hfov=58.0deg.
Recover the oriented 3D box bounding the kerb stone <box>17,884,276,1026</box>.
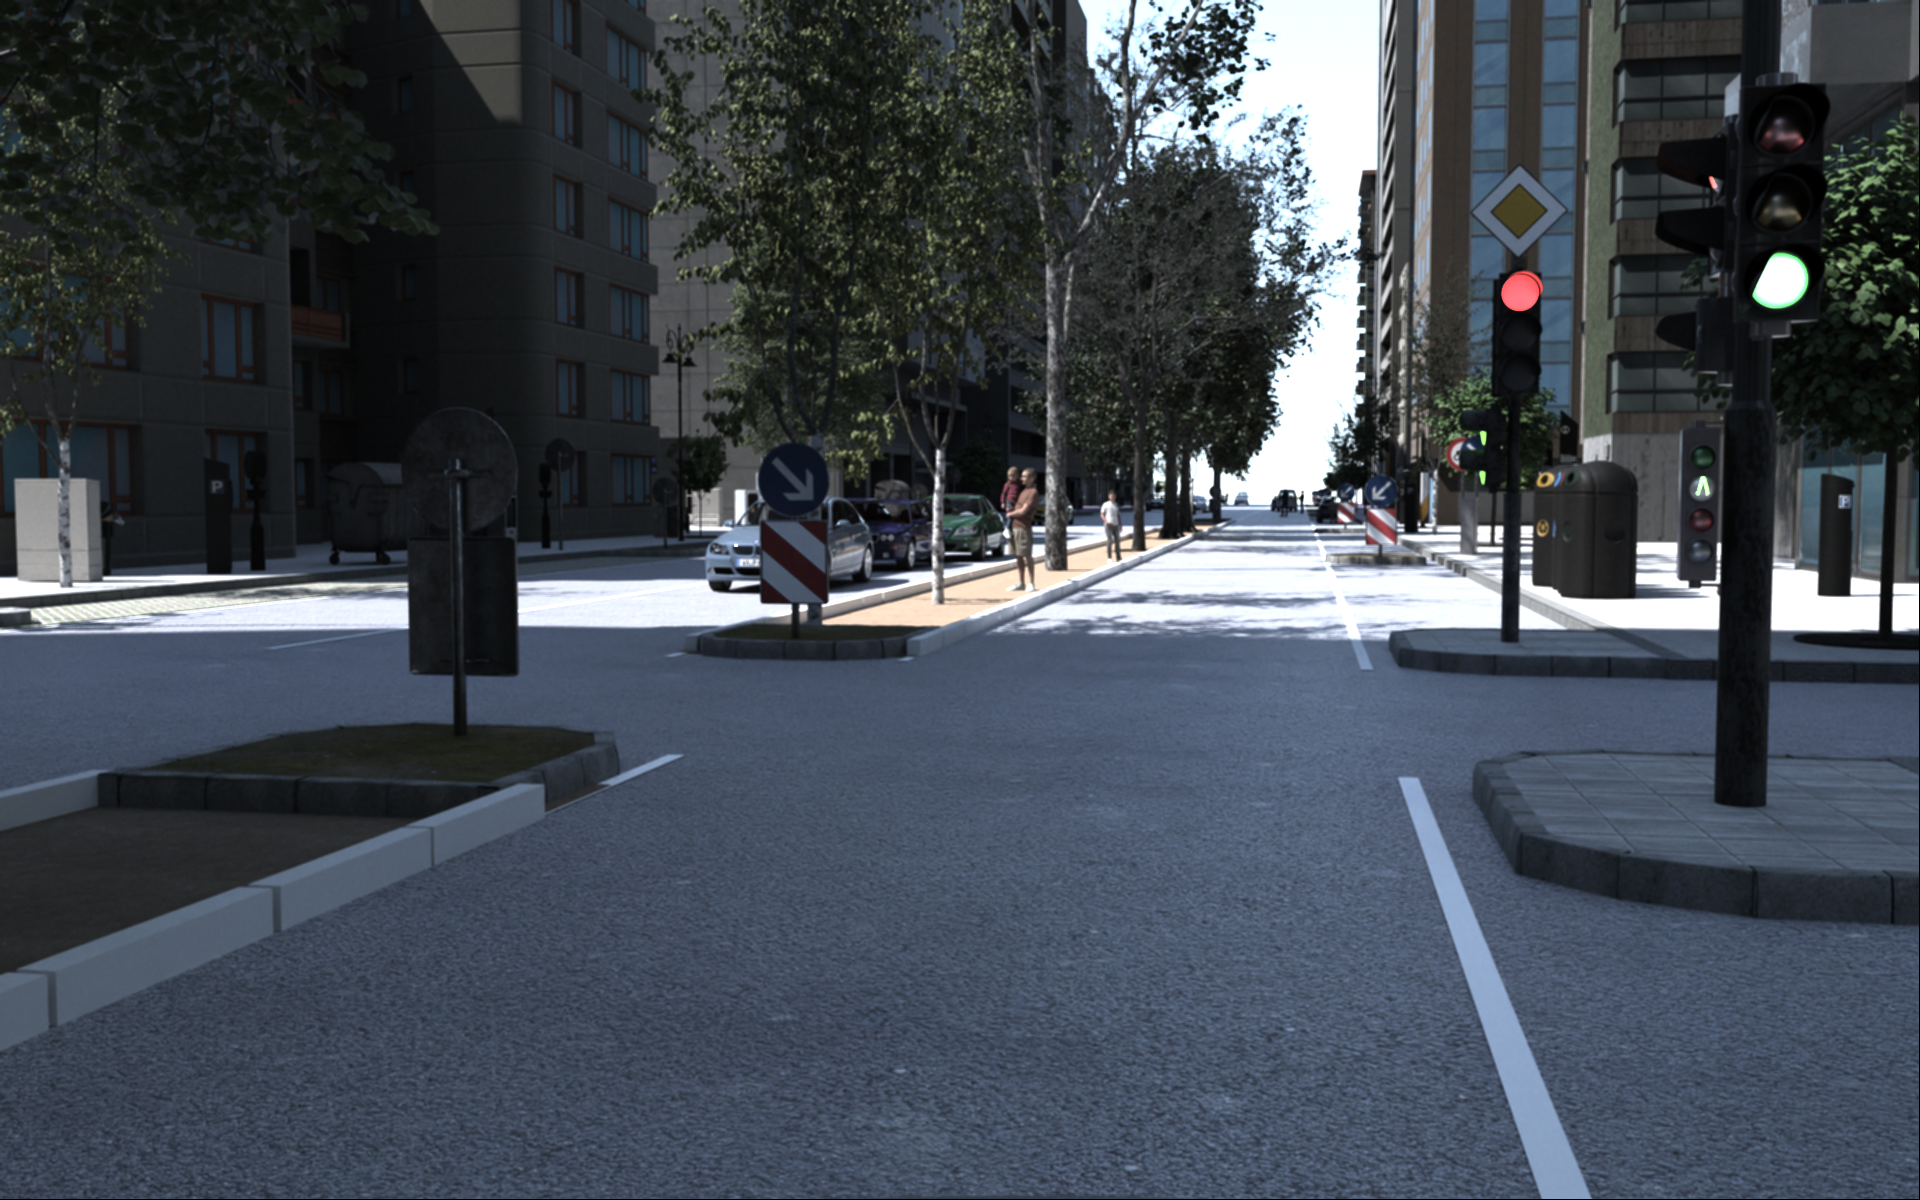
[{"bbox_3d":[-2.391,1.042,5.158,0.120,0.150,1.000,1,4,11],"label":"kerb stone"}]

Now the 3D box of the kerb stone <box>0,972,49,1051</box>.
[{"bbox_3d":[-2.590,1.104,4.146,0.120,0.150,1.000,1,4,11],"label":"kerb stone"}]

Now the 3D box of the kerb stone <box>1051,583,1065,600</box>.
[{"bbox_3d":[1.273,-0.096,23.762,0.120,0.150,1.000,1,4,11],"label":"kerb stone"}]

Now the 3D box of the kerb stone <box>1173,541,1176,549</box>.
[{"bbox_3d":[5.434,-1.389,44.898,0.120,0.150,1.000,1,4,11],"label":"kerb stone"}]

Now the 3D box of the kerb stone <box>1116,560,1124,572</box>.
[{"bbox_3d":[2.856,-0.588,31.811,0.120,0.150,1.000,1,4,11],"label":"kerb stone"}]

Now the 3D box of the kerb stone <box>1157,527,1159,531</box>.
[{"bbox_3d":[7.341,-2.645,65.448,0.120,0.150,1.000,1,4,11],"label":"kerb stone"}]

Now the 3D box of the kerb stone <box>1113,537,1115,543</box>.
[{"bbox_3d":[4.373,-1.723,50.369,0.120,0.150,1.000,1,4,11],"label":"kerb stone"}]

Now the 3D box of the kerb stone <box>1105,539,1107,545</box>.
[{"bbox_3d":[3.977,-1.601,48.364,0.120,0.150,1.000,1,4,11],"label":"kerb stone"}]

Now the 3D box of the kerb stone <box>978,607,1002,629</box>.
[{"bbox_3d":[0.278,0.212,18.733,0.120,0.150,1.000,1,4,11],"label":"kerb stone"}]

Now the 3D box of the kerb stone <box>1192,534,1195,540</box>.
[{"bbox_3d":[7.015,-1.881,52.952,0.120,0.150,1.000,1,4,11],"label":"kerb stone"}]

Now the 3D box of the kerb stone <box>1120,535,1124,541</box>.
[{"bbox_3d":[4.770,-1.846,52.375,0.120,0.150,1.000,1,4,11],"label":"kerb stone"}]

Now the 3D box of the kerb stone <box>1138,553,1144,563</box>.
[{"bbox_3d":[3.648,-0.832,35.832,0.120,0.150,1.000,1,4,11],"label":"kerb stone"}]

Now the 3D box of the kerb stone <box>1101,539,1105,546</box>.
[{"bbox_3d":[3.785,-1.535,47.360,0.120,0.150,1.000,1,4,11],"label":"kerb stone"}]

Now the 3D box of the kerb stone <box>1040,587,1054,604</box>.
[{"bbox_3d":[1.073,-0.034,22.752,0.120,0.150,1.000,1,4,11],"label":"kerb stone"}]

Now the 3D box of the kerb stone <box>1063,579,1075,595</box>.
[{"bbox_3d":[1.481,-0.157,24.769,0.120,0.150,1.000,1,4,11],"label":"kerb stone"}]

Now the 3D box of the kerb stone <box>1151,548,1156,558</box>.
[{"bbox_3d":[4.245,-1.019,38.852,0.120,0.150,1.000,1,4,11],"label":"kerb stone"}]

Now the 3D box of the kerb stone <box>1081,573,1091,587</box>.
[{"bbox_3d":[1.869,-0.275,26.786,0.120,0.150,1.000,1,4,11],"label":"kerb stone"}]

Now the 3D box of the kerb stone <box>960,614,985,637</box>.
[{"bbox_3d":[0.084,0.276,17.730,0.120,0.150,1.000,1,4,11],"label":"kerb stone"}]

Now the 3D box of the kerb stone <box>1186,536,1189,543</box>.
[{"bbox_3d":[6.424,-1.697,49.937,0.120,0.150,1.000,1,4,11],"label":"kerb stone"}]

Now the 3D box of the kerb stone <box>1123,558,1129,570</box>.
[{"bbox_3d":[3.055,-0.647,32.818,0.120,0.150,1.000,1,4,11],"label":"kerb stone"}]

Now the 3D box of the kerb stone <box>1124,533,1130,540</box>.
[{"bbox_3d":[5.166,-1.969,54.395,0.120,0.150,1.000,1,4,11],"label":"kerb stone"}]

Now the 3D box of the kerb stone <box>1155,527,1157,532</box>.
[{"bbox_3d":[7.147,-2.584,64.444,0.120,0.150,1.000,1,4,11],"label":"kerb stone"}]

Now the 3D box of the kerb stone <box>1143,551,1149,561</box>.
[{"bbox_3d":[3.855,-0.896,36.844,0.120,0.150,1.000,1,4,11],"label":"kerb stone"}]

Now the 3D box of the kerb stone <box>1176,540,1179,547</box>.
[{"bbox_3d":[5.629,-1.450,45.901,0.120,0.150,1.000,1,4,11],"label":"kerb stone"}]

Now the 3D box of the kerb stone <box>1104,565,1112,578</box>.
[{"bbox_3d":[2.457,-0.464,29.798,0.120,0.150,1.000,1,4,11],"label":"kerb stone"}]

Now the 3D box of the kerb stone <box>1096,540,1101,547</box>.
[{"bbox_3d":[3.582,-1.478,46.358,0.120,0.150,1.000,1,4,11],"label":"kerb stone"}]

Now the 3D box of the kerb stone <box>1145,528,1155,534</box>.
[{"bbox_3d":[6.949,-2.523,63.442,0.120,0.150,1.000,1,4,11],"label":"kerb stone"}]

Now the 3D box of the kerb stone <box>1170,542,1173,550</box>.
[{"bbox_3d":[5.232,-1.324,43.894,0.120,0.150,1.000,1,4,11],"label":"kerb stone"}]

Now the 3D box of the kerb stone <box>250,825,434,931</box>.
[{"bbox_3d":[-2.186,0.981,6.172,0.120,0.150,1.000,1,4,11],"label":"kerb stone"}]

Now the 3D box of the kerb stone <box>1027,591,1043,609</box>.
[{"bbox_3d":[0.873,0.027,21.750,0.120,0.150,1.000,1,4,11],"label":"kerb stone"}]

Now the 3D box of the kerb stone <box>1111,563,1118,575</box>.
[{"bbox_3d":[2.655,-0.526,30.801,0.120,0.150,1.000,1,4,11],"label":"kerb stone"}]

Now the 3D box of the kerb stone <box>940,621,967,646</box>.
[{"bbox_3d":[-0.114,0.334,16.727,0.120,0.150,1.000,1,4,11],"label":"kerb stone"}]

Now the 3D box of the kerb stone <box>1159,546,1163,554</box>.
[{"bbox_3d":[4.640,-1.138,40.868,0.120,0.150,1.000,1,4,11],"label":"kerb stone"}]

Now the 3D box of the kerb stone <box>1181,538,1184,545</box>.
[{"bbox_3d":[6.032,-1.574,47.926,0.120,0.150,1.000,1,4,11],"label":"kerb stone"}]

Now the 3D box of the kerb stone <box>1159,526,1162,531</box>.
[{"bbox_3d":[7.538,-2.707,66.451,0.120,0.150,1.000,1,4,11],"label":"kerb stone"}]

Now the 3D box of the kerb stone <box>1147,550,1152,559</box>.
[{"bbox_3d":[4.044,-0.957,37.850,0.120,0.150,1.000,1,4,11],"label":"kerb stone"}]

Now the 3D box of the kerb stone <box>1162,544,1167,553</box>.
[{"bbox_3d":[4.842,-1.204,41.877,0.120,0.150,1.000,1,4,11],"label":"kerb stone"}]

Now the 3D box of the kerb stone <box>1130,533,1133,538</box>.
[{"bbox_3d":[5.368,-2.031,55.398,0.120,0.150,1.000,1,4,11],"label":"kerb stone"}]

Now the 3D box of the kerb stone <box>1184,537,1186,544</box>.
[{"bbox_3d":[6.226,-1.632,48.930,0.120,0.150,1.000,1,4,11],"label":"kerb stone"}]

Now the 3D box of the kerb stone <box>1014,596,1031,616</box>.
[{"bbox_3d":[0.687,0.089,20.745,0.120,0.150,1.000,1,4,11],"label":"kerb stone"}]

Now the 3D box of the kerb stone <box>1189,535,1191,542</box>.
[{"bbox_3d":[6.622,-1.758,50.941,0.120,0.150,1.000,1,4,11],"label":"kerb stone"}]

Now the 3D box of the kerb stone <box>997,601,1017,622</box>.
[{"bbox_3d":[0.482,0.150,19.743,0.120,0.150,1.000,1,4,11],"label":"kerb stone"}]

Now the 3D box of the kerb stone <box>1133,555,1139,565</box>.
[{"bbox_3d":[3.451,-0.773,34.829,0.120,0.150,1.000,1,4,11],"label":"kerb stone"}]

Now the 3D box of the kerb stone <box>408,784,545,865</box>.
[{"bbox_3d":[-1.991,0.919,7.176,0.120,0.150,1.000,1,4,11],"label":"kerb stone"}]

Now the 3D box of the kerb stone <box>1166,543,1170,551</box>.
[{"bbox_3d":[5.048,-1.266,42.887,0.120,0.150,1.000,1,4,11],"label":"kerb stone"}]

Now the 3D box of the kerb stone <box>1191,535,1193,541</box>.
[{"bbox_3d":[6.819,-1.817,51.944,0.120,0.150,1.000,1,4,11],"label":"kerb stone"}]

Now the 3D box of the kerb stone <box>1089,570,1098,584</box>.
[{"bbox_3d":[2.058,-0.341,27.790,0.120,0.150,1.000,1,4,11],"label":"kerb stone"}]

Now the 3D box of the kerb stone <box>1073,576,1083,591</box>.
[{"bbox_3d":[1.668,-0.219,25.774,0.120,0.150,1.000,1,4,11],"label":"kerb stone"}]

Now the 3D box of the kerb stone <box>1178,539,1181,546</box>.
[{"bbox_3d":[5.830,-1.512,46.915,0.120,0.150,1.000,1,4,11],"label":"kerb stone"}]

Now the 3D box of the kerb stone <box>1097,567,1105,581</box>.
[{"bbox_3d":[2.254,-0.403,28.793,0.120,0.150,1.000,1,4,11],"label":"kerb stone"}]

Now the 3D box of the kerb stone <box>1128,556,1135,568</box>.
[{"bbox_3d":[3.259,-0.708,33.820,0.120,0.150,1.000,1,4,11],"label":"kerb stone"}]

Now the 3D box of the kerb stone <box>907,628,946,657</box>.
[{"bbox_3d":[-0.313,0.396,15.724,0.120,0.150,1.000,1,4,11],"label":"kerb stone"}]

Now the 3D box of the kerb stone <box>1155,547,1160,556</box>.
[{"bbox_3d":[4.434,-1.080,39.859,0.120,0.150,1.000,1,4,11],"label":"kerb stone"}]
